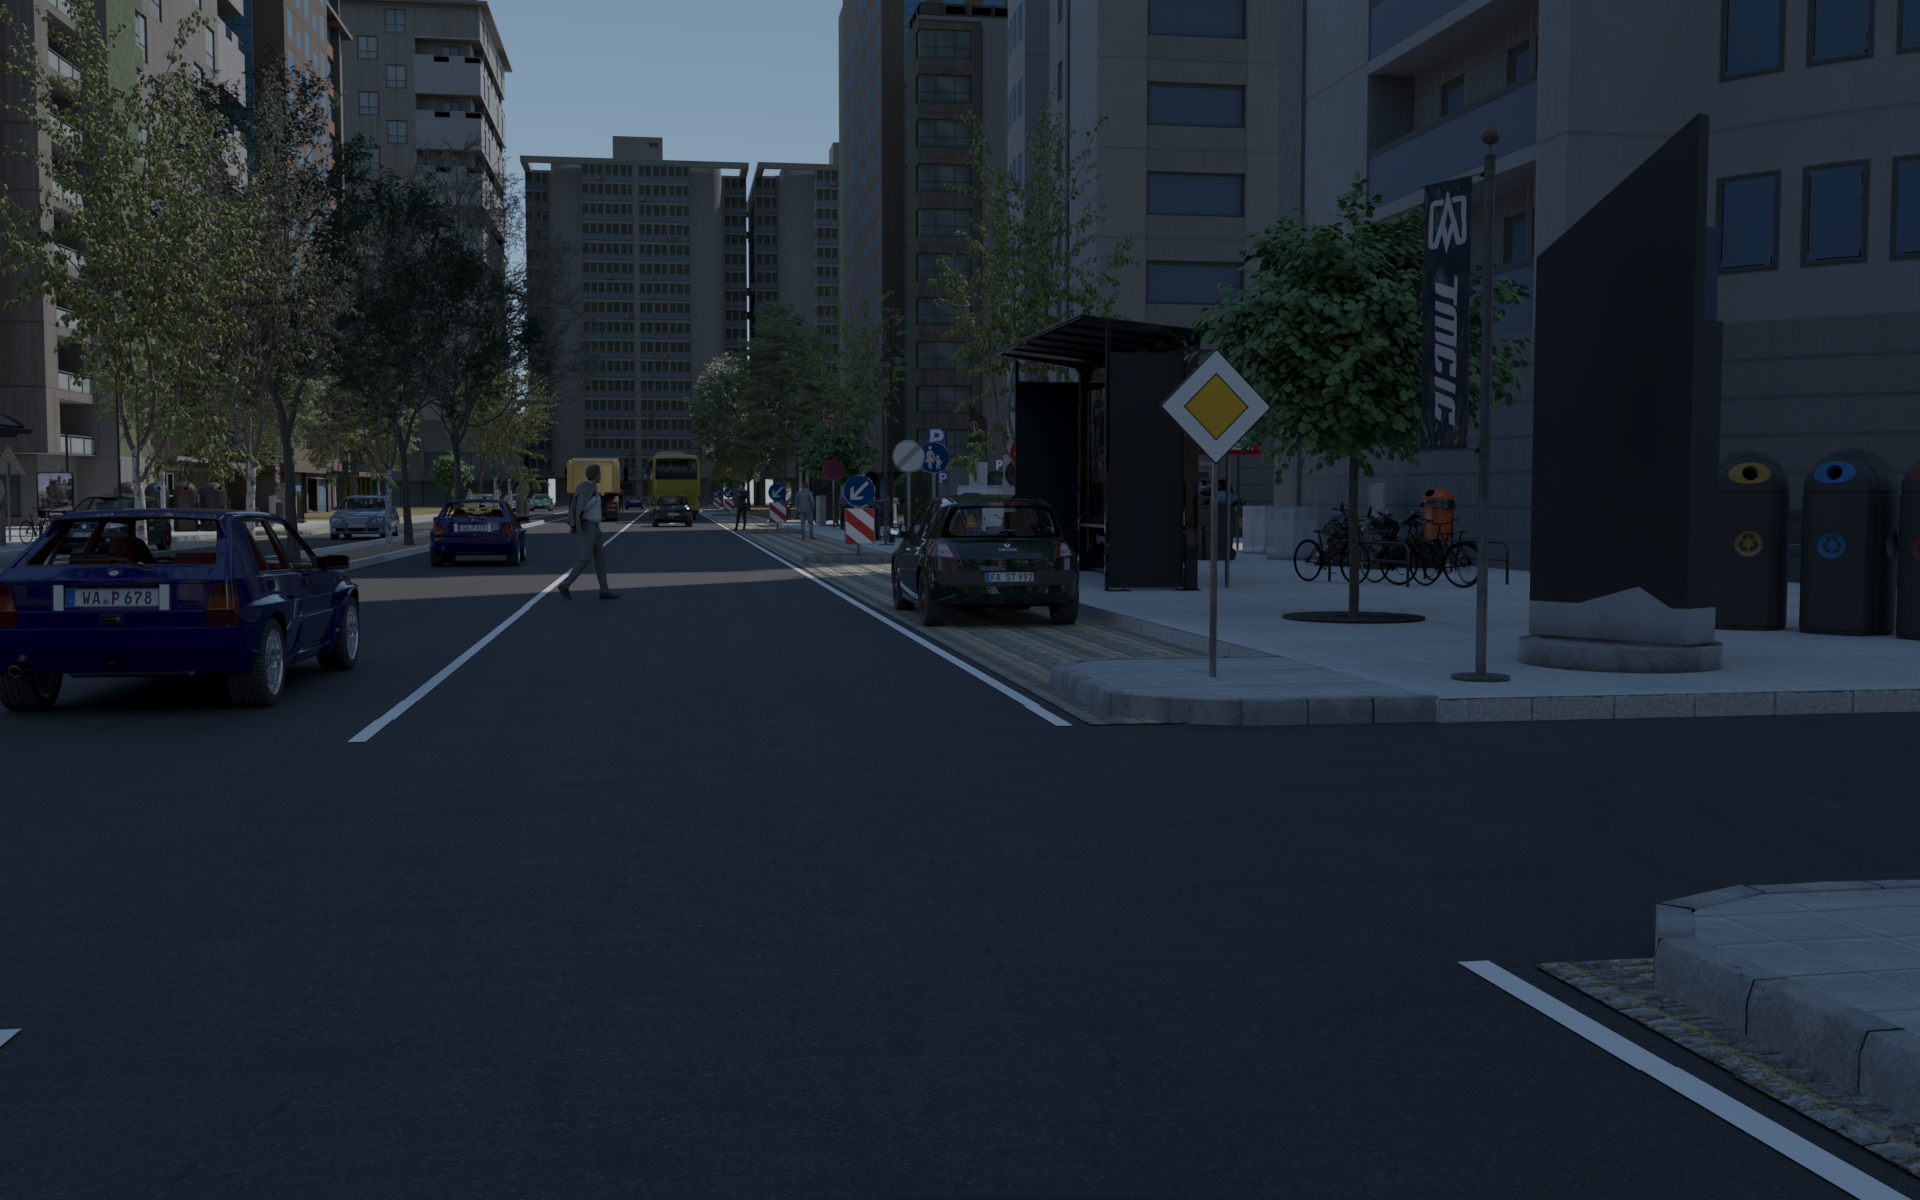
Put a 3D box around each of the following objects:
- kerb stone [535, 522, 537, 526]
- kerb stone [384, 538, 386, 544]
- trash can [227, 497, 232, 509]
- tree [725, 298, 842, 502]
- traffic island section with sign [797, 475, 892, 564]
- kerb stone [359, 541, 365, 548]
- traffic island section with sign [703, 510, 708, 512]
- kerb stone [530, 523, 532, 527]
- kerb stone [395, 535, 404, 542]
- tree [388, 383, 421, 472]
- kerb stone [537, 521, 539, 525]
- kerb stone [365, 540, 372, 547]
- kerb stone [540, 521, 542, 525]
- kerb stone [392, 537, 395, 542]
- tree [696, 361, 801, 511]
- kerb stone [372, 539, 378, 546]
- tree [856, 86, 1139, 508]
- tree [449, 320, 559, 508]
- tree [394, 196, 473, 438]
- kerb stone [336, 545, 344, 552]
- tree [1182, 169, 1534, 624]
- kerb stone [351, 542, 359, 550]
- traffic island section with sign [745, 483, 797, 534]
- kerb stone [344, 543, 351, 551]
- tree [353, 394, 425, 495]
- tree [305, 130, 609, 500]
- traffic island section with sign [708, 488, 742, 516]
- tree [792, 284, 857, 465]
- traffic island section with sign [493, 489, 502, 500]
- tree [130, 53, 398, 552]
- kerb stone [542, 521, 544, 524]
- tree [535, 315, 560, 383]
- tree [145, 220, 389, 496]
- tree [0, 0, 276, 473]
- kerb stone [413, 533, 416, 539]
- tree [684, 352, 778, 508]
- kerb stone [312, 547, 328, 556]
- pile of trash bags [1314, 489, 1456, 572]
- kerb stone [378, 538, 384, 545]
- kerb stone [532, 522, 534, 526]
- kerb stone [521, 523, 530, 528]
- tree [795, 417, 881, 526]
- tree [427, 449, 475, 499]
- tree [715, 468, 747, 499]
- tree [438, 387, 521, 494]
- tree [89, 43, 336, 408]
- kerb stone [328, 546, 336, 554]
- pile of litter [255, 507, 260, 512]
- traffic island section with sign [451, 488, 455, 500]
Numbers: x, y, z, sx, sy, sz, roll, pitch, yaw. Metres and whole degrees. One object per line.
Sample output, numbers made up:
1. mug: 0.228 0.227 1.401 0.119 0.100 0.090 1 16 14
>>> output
1. kerb stone: -19.092 -3.373 77.341 0.120 0.150 1.000 -1 4 -10
2. kerb stone: -16.544 -1.676 49.603 0.120 0.150 1.000 -1 4 -10
3. trash can: -31.334 -3.790 73.620 0.748 1.137 0.748 0 3 0
4. tree: -10.154 -11.187 101.041 7.486 12.596 7.792 0 3 0
5. traffic island section with sign: -2.306 -1.700 36.427 1.989 1.847 2.006 -1 4 -10
6. kerb stone: -15.862 -1.430 45.568 0.120 0.150 1.000 -1 4 -10
7. traffic island section with sign: -19.650 -7.979 139.089 1.989 1.847 2.006 -1 4 -10
8. kerb stone: -18.585 -3.186 74.307 0.120 0.150 1.000 -1 4 -10
9. kerb stone: -17.056 -1.854 52.630 0.120 0.150 1.000 -1 4 -10
10. tree: -33.081 -10.697 93.020 7.486 12.596 7.792 0 3 0
11. kerb stone: -19.263 -3.434 78.349 0.120 0.150 1.000 -1 4 -10
12. kerb stone: -16.032 -1.491 46.576 0.120 0.150 1.000 -1 4 -10
13. kerb stone: -19.601 -3.558 80.371 0.120 0.150 1.000 -1 4 -10
14. kerb stone: -16.714 -1.737 50.613 0.120 0.150 1.000 -1 4 -10
15. tree: -15.922 -12.576 131.365 9.928 11.665 9.643 0 3 0
16. kerb stone: -16.209 -1.546 47.586 0.120 0.150 1.000 -1 4 -10
17. tree: 1.203 -5.009 32.257 4.737 8.622 4.395 0 3 0
18. tree: -18.856 -7.323 72.544 4.737 8.622 4.395 0 3 0
19. tree: -13.996 -5.472 42.279 4.360 8.622 3.978 0 3 0
20. kerb stone: -15.351 -1.244 42.541 0.120 0.150 1.000 -1 4 -10
21. tree: 4.025 -2.082 17.760 4.285 4.588 4.351 0 3 0
22. kerb stone: -15.691 -1.368 44.560 0.120 0.150 1.000 -1 4 -10
23. traffic island section with sign: -6.791 -3.326 63.008 1.989 1.847 2.006 -1 4 -10
24. kerb stone: -15.521 -1.303 43.550 0.120 0.150 1.000 -1 4 -10
25. tree: -33.672 -9.204 100.851 4.737 8.622 4.395 0 3 0
26. tree: -16.947 -8.889 58.155 12.009 13.543 11.850 0 3 0
27. traffic island section with sign: -15.148 -6.354 112.511 1.989 1.847 2.006 -1 4 -10
28. tree: -3.524 -6.682 59.614 4.737 8.622 4.395 0 3 0
29. traffic island section with sign: -36.379 -7.812 136.355 1.989 1.847 2.006 -1 4 -10
30. tree: -11.906 -4.657 28.964 4.360 8.622 3.978 0 3 0
31. kerb stone: -19.776 -3.614 81.378 0.120 0.150 1.000 -1 4 -10
32. tree: -15.343 -6.806 48.147 8.767 10.594 7.601 -1 4 -10
33. tree: -28.834 -9.265 69.612 7.486 12.596 7.792 0 3 0
34. tree: -11.325 -4.334 23.687 4.737 8.622 4.395 0 3 0
35. kerb stone: -17.395 -1.985 54.655 0.120 0.150 1.000 -1 4 -10
36. tree: -20.043 -15.163 154.567 9.857 13.997 8.962 0 3 0
37. kerb stone: -15.008 -1.121 40.525 0.120 0.150 1.000 -1 4 -10
38. pile of trash bags: 7.569 -1.233 29.909 1.912 1.369 3.447 -1 4 -13
39. kerb stone: -16.367 -1.615 48.595 0.120 0.150 1.000 -1 4 -10
40. kerb stone: -18.750 -3.250 75.325 0.120 0.150 1.000 -1 4 -10
41. kerb stone: -18.410 -3.121 73.300 0.120 0.150 1.000 -1 4 -10
42. tree: -4.861 -5.235 69.311 4.285 4.588 4.351 0 3 0
43. tree: -37.033 -8.685 125.711 4.285 4.588 4.351 0 3 0
44. tree: -21.483 -10.988 163.363 4.285 4.588 4.351 0 3 0
45. tree: -42.415 -13.912 153.223 9.928 11.665 9.643 0 3 0
46. tree: -13.405 -5.990 34.807 8.767 10.594 7.601 -1 4 -10
47. kerb stone: -15.179 -1.180 41.533 0.120 0.150 1.000 -1 4 -10
48. pile of litter: -27.415 -3.301 67.940 1.176 0.858 1.719 1 4 10
49. traffic island section with sign: -31.897 -6.186 109.774 1.989 1.847 2.006 -1 4 -10
